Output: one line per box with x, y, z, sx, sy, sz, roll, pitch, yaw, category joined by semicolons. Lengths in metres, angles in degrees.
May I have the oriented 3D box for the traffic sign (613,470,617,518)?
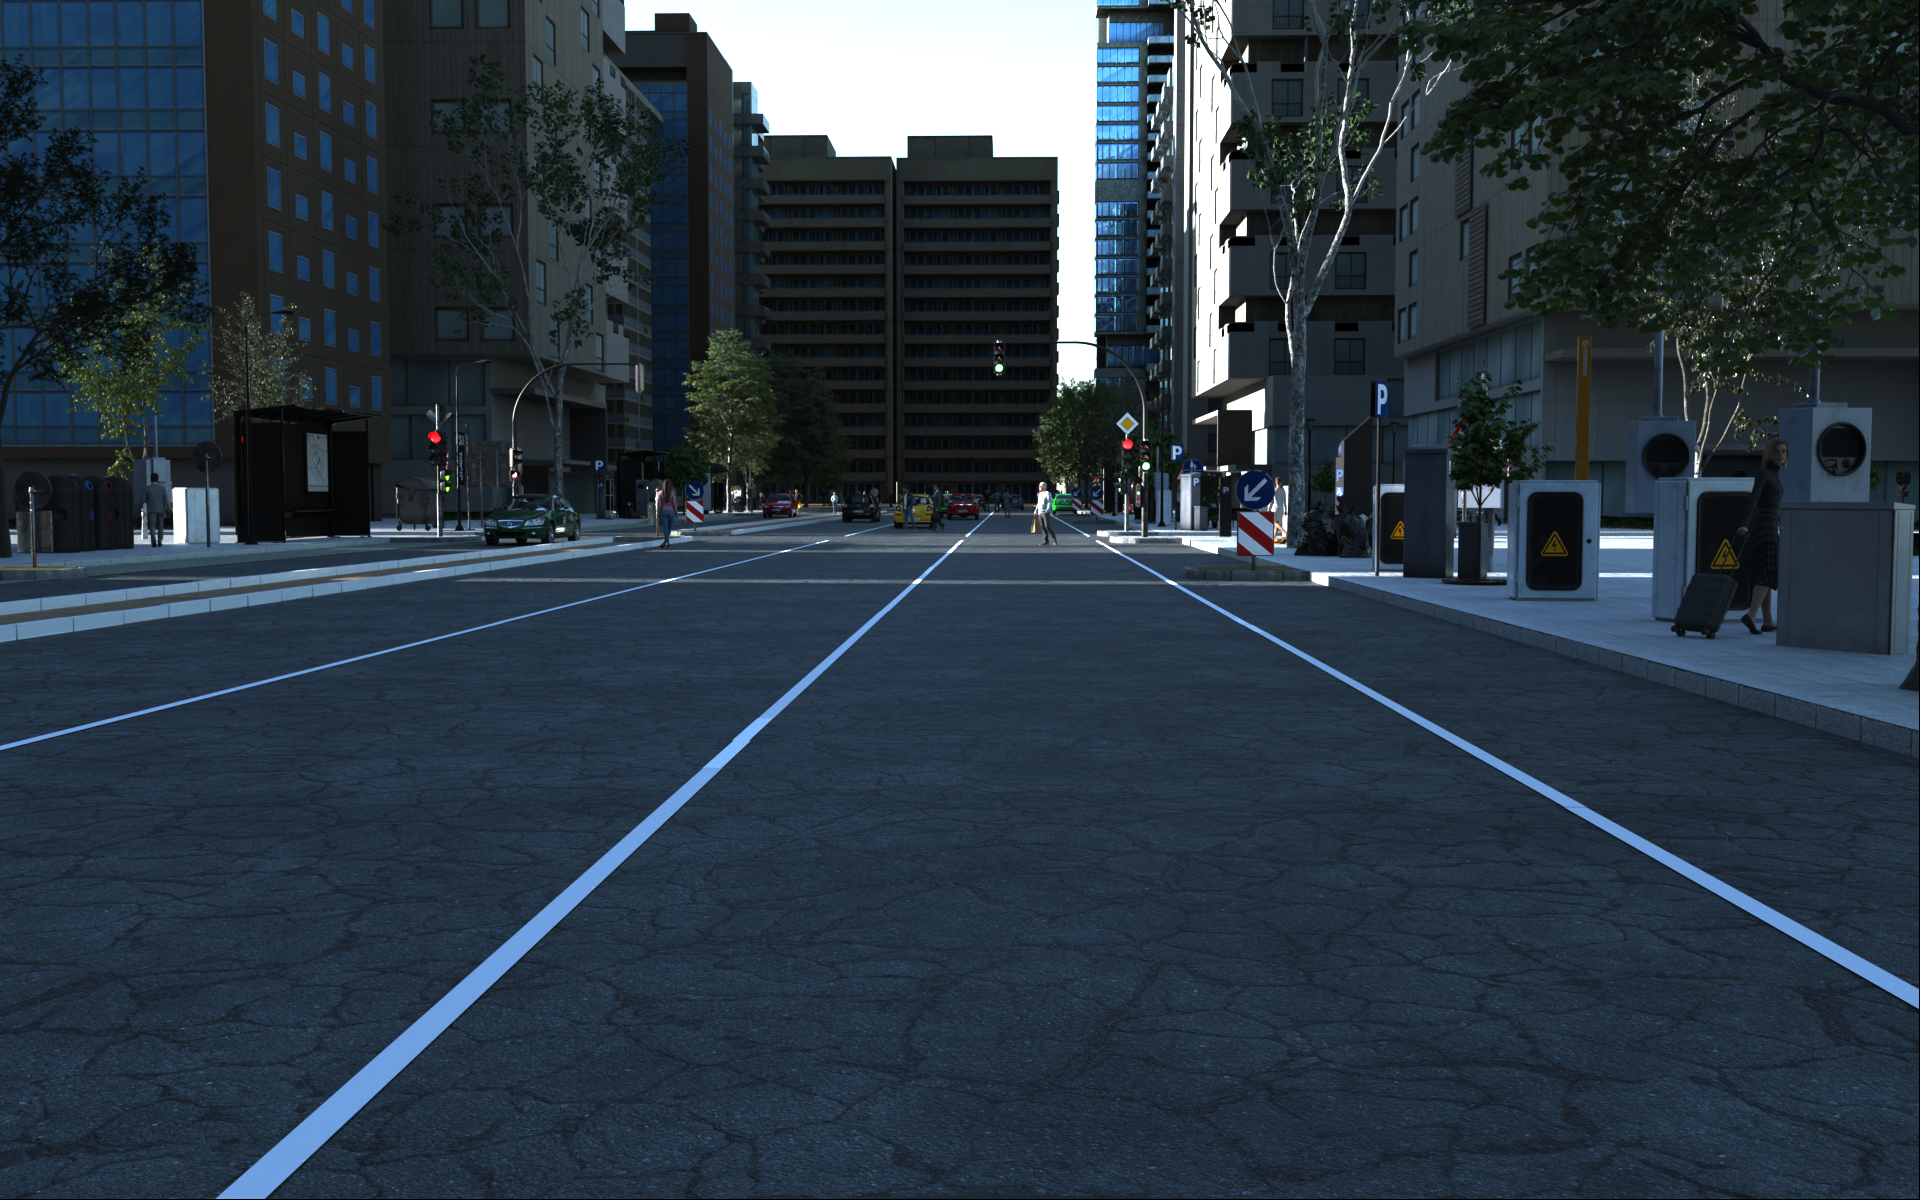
-18.772;-5.785;94.593;0.884;2.594;0.081;1;4;10;traffic sign

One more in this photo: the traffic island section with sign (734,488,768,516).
-13.530;-6.356;112.547;1.989;1.847;2.006;0;4;2;traffic island section with sign

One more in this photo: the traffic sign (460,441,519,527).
-18.075;-4.442;66.505;2.265;3.308;0.079;0;4;2;traffic sign

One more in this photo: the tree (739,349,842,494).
-14.933;-14.926;150.697;9.857;13.997;8.962;0;3;0;tree

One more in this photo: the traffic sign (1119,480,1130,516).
9.499;-6.083;99.566;0.768;2.556;0.104;0;4;4;traffic sign

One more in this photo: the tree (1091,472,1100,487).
10.559;-8.218;128.959;1.663;3.219;1.824;0;3;0;tree

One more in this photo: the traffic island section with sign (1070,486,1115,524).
6.519;-4.631;84.353;1.989;1.847;2.006;0;4;2;traffic island section with sign

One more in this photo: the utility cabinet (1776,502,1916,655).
7.284;-0.190;14.273;0.306;1.237;1.020;-2;4;-29;utility cabinet

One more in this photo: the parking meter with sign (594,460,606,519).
-18.524;-5.701;89.468;0.543;3.016;1.738;0;4;-5;parking meter with sign

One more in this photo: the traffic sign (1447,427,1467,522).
8.087;-1.698;27.764;0.884;2.594;0.081;1;4;8;traffic sign

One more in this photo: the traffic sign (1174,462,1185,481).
9.084;-4.282;70.021;0.884;2.594;0.081;1;4;11;traffic sign

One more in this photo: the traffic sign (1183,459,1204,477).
8.501;-3.858;63.182;0.768;2.556;0.104;1;4;11;traffic sign

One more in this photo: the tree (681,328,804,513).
-15.543;-12.291;119.091;7.486;12.596;7.792;0;3;0;tree

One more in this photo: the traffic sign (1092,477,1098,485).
10.358;-8.015;131.154;0.768;2.556;0.104;0;4;7;traffic sign

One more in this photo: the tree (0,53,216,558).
-19.302;-6.147;34.915;8.767;10.594;7.601;-1;4;-12;tree

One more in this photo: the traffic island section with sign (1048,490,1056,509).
9.732;-10.988;188.275;1.989;1.847;2.006;0;4;2;traffic island section with sign

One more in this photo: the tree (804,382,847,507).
-14.806;-15.444;170.644;7.486;12.596;7.792;0;3;0;tree

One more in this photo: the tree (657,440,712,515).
-16.634;-7.387;104.495;4.285;4.588;4.351;0;3;0;tree

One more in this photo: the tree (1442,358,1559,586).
7.338;-1.834;24.596;1.663;3.219;1.824;0;3;0;tree

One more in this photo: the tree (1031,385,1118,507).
12.048;-15.798;175.298;9.611;12.733;9.660;0;3;0;tree

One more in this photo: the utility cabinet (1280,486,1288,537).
9.049;-2.356;47.193;0.318;1.500;1.173;0;4;2;utility cabinet

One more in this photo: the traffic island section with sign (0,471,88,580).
-16.081;-1.275;29.478;1.989;1.847;2.006;0;4;2;traffic island section with sign

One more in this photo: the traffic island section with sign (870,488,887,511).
-6.729;-7.750;134.844;2.006;1.907;1.989;0;4;2;traffic island section with sign

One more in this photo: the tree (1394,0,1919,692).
6.837;-5.668;10.804;7.486;12.596;7.792;0;3;0;tree

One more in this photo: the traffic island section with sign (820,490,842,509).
-12.018;-9.380;161.983;1.989;1.847;2.006;0;4;2;traffic island section with sign

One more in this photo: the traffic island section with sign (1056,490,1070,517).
7.361;-6.279;111.295;1.989;1.847;2.006;0;4;2;traffic island section with sign

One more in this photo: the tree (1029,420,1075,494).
12.363;-16.185;199.043;8.767;10.594;7.601;-1;4;-9;tree

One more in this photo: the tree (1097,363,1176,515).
9.804;-8.884;95.617;4.360;8.622;3.978;0;3;0;tree

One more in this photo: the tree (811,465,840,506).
-14.300;-12.316;185.075;4.285;4.588;4.351;0;3;0;tree

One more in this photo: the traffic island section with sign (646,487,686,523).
-14.359;-4.708;85.605;1.989;1.847;2.006;0;4;2;traffic island section with sign

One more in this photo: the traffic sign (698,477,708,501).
-16.028;-6.573;107.575;0.768;2.556;0.104;1;4;10;traffic sign

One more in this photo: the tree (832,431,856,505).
-13.611;-15.024;196.002;4.737;8.622;4.395;0;3;0;tree

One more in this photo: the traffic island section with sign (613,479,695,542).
-9.268;-2.703;52.337;2.006;1.907;1.989;0;4;2;traffic island section with sign

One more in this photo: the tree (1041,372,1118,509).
10.790;-13.591;147.973;9.928;11.665;9.643;0;3;0;tree

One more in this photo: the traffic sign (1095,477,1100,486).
10.168;-7.650;125.180;0.768;2.556;0.104;0;4;4;traffic sign

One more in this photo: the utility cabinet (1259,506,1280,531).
10.845;-3.091;59.211;1.173;1.500;0.318;0;4;-2;utility cabinet

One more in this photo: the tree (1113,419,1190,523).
8.447;-5.649;76.080;4.285;4.588;4.351;0;3;0;tree

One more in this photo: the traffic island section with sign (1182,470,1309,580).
4.846;-1.288;29.695;1.989;1.847;2.006;0;4;2;traffic island section with sign

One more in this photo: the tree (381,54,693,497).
-18.390;-13.438;75.601;12.611;20.169;13.585;0;3;0;tree

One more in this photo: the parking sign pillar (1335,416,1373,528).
13.518;-4.341;59.444;1.447;3.967;1.447;-2;4;-30;parking sign pillar

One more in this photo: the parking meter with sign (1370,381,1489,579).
7.203;-1.852;26.541;1.738;3.016;0.543;2;4;35;parking meter with sign

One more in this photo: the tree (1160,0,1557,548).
9.433;-11.277;40.273;12.611;20.169;13.585;0;3;0;tree

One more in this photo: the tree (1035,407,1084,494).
12.447;-17.799;209.147;7.486;12.596;7.792;0;3;0;tree

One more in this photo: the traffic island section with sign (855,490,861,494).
-11.154;-11.079;189.768;1.989;1.847;2.006;0;4;2;traffic island section with sign

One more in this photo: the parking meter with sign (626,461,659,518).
-16.771;-5.822;91.458;1.738;3.016;0.543;0;4;-2;parking meter with sign

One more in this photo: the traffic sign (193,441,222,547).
-18.091;-2.540;41.627;0.768;2.556;0.104;1;4;9;traffic sign

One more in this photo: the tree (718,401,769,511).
-16.308;-11.071;131.369;4.360;8.622;3.978;0;3;0;tree

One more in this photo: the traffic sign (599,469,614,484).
-17.947;-5.373;87.958;0.768;2.556;0.104;0;4;7;traffic sign

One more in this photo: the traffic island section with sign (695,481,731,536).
-9.031;-3.156;59.740;2.006;1.907;1.989;0;4;2;traffic island section with sign

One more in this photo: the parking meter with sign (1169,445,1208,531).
8.098;-3.958;60.970;0.543;3.016;1.738;-2;4;-29;parking meter with sign

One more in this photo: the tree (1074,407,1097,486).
9.393;-9.498;105.646;4.360;8.622;3.978;0;3;0;tree
